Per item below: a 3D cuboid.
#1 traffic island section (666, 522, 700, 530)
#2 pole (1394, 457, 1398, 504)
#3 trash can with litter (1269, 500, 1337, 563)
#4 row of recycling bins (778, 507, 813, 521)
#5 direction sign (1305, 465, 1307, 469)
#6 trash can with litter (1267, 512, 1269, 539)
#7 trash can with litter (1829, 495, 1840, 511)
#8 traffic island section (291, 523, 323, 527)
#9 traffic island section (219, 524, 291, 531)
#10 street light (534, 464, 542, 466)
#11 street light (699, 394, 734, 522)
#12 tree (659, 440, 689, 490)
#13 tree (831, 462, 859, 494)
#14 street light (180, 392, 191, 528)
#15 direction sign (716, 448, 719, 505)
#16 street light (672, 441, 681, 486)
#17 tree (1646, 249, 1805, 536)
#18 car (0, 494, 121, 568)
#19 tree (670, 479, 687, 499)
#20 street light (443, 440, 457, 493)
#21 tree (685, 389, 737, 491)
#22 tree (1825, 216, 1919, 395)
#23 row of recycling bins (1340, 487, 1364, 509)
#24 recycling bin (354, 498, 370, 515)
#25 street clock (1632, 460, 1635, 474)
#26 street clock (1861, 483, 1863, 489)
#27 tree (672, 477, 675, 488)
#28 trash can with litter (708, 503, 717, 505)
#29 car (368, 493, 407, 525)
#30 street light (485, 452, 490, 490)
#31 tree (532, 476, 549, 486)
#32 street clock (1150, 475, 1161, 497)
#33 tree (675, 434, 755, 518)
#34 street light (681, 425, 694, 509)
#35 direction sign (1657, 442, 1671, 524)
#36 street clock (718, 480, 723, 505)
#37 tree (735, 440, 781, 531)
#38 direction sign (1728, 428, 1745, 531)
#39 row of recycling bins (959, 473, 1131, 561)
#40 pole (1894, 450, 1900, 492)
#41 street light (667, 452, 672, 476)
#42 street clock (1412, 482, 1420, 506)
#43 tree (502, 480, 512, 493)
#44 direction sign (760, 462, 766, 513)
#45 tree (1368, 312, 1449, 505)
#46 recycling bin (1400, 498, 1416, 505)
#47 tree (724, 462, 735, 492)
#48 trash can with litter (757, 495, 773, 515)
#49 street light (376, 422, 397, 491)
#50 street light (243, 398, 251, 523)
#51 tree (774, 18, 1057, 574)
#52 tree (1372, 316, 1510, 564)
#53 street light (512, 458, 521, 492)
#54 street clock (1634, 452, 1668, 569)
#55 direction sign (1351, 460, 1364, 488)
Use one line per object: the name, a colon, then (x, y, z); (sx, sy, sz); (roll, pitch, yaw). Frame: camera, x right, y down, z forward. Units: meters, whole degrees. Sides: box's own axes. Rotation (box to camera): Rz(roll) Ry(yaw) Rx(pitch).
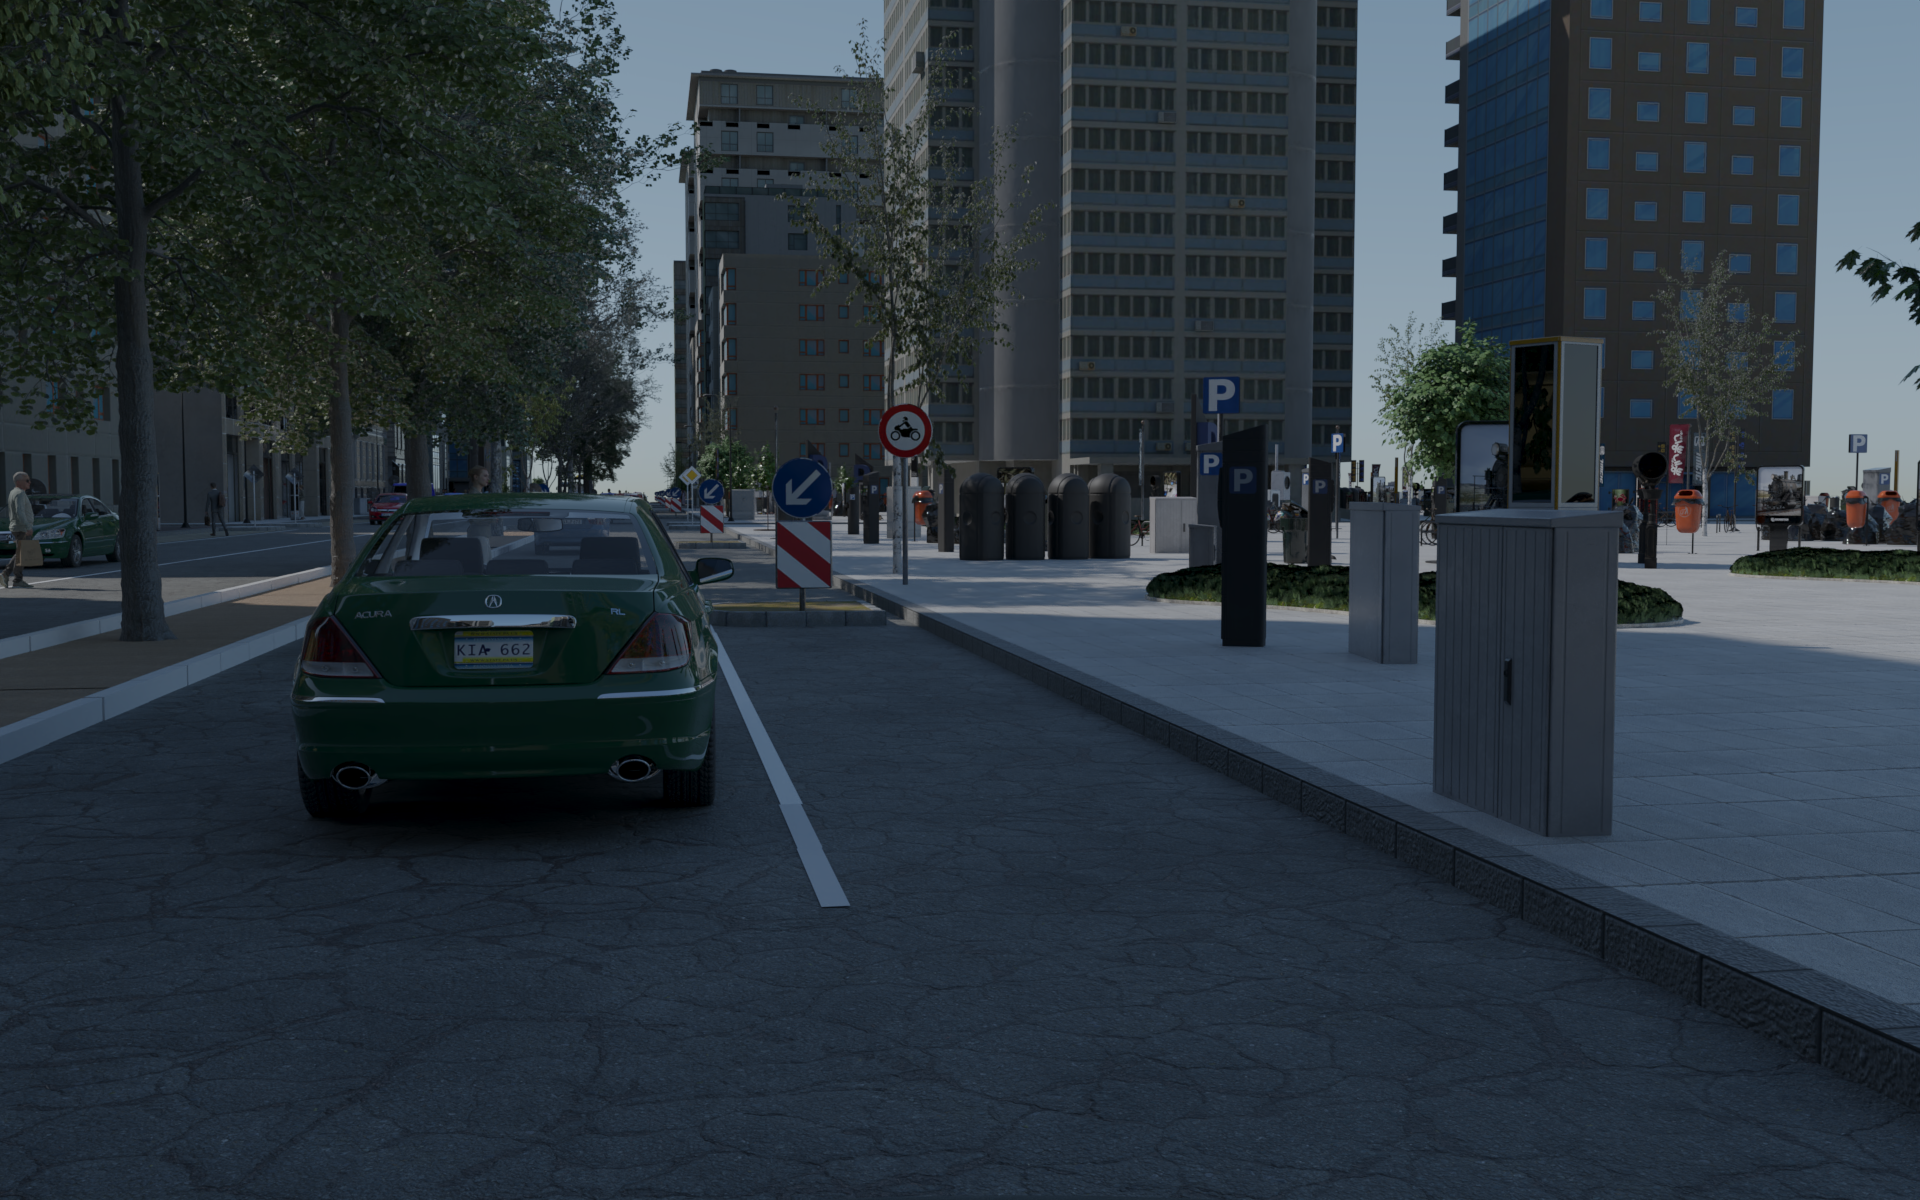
traffic island section: (-10.916, -2.977, 70.953); (2.009, 0.180, 2.903); (-1, 4, -10)
pole: (24.220, -6.257, 96.150); (0.158, 3.312, 0.155); (0, 3, 0)
trash can with litter: (6.413, -1.269, 32.129); (1.055, 1.170, 0.624); (-1, 4, -21)
row of recycling bins: (-7.740, -4.476, 80.293); (1.069, 1.692, 3.534); (1, 4, 14)
direction sign: (26.213, -8.624, 132.999); (0.876, 3.537, 0.379); (2, 4, 31)
trash can with litter: (5.446, -1.346, 33.389); (1.055, 1.170, 0.624); (1, 4, 10)
trash can with litter: (52.163, -5.591, 102.466); (2.233, 1.210, 1.678); (2, 4, 34)
traffic island section: (-29.111, -3.272, 75.785); (2.009, 0.180, 2.903); (-1, 4, -10)
traffic island section: (-27.685, -2.792, 67.927); (2.009, 0.180, 2.903); (-1, 4, -10)
street light: (-65.601, -18.135, 269.042); (1.470, 5.913, 1.316); (-1, 4, -10)
street light: (-11.241, -6.616, 80.720); (1.470, 5.913, 1.316); (-1, 4, -10)
tree: (-38.649, -17.414, 235.080); (4.737, 8.622, 4.395); (0, 3, 0)
tree: (-6.970, -6.701, 104.163); (1.663, 3.219, 1.824); (0, 3, 0)
street light: (-28.872, -5.697, 65.685); (1.470, 5.913, 1.316); (-1, 4, -10)
direction sign: (-11.959, -5.711, 85.376); (0.379, 3.537, 0.876); (-1, 4, -16)
street light: (-24.745, -11.160, 155.003); (1.470, 5.913, 1.316); (-1, 4, -10)
tree: (22.663, -6.220, 52.056); (4.360, 8.622, 3.978); (0, 3, 0)
car: (-18.391, -1.425, 35.098); (2.131, 1.459, 4.920); (-1, 4, -10)
tree: (-35.914, -13.885, 221.627); (1.663, 3.219, 1.824); (0, 3, 0)
street light: (-44.355, -10.947, 151.520); (1.470, 5.913, 1.316); (-1, 4, -10)
tree: (-17.134, -10.436, 120.983); (4.360, 8.622, 3.978); (0, 3, 0)
tree: (3.978, -0.674, 5.629); (1.663, 3.219, 1.824); (0, 3, 0)
row of recycling bins: (33.191, -8.545, 146.823); (1.069, 1.692, 3.534); (2, 4, 34)
recycling bin: (-37.145, -5.812, 107.577); (0.722, 1.027, 0.722); (3, 4, 39)
street clock: (12.638, -1.671, 31.895); (0.471, 2.002, 0.358); (-1, 4, -9)
street clock: (52.491, -5.859, 100.370); (0.471, 2.002, 0.358); (1, 4, 8)
tree: (-38.612, -15.788, 241.848); (4.285, 4.588, 4.351); (0, 3, 0)
trash can with litter: (-15.959, -6.088, 110.931); (0.624, 1.170, 1.055); (-1, 4, -23)
car: (-26.839, -4.459, 81.950); (2.155, 1.783, 4.494); (-1, 4, -12)
street light: (-50.993, -13.199, 188.341); (1.470, 5.913, 1.316); (-1, 4, -10)
tree: (-72.536, -19.208, 297.768); (4.285, 4.588, 4.351); (0, 3, 0)
street clock: (7.592, -3.839, 67.330); (0.358, 2.002, 0.471); (-1, 4, -23)
tree: (-13.479, -7.092, 99.660); (4.285, 4.588, 4.351); (0, 3, 0)
street light: (-17.875, -8.829, 116.890); (1.470, 5.913, 1.316); (-1, 4, -10)
direction sign: (30.581, -5.071, 74.907); (0.876, 3.537, 0.379); (1, 4, 9)
street clock: (-12.126, -5.033, 86.857); (0.471, 2.002, 0.358); (-3, 4, -37)
tree: (-6.626, -4.038, 60.623); (1.663, 3.219, 1.824); (0, 3, 0)
direction sign: (26.634, -4.128, 59.482); (0.876, 3.537, 0.379); (-2, 4, -32)
row of recycling bins: (1.718, -1.647, 34.049); (3.534, 1.692, 1.069); (-1, 4, -20)
pole: (43.400, -5.288, 80.296); (0.158, 3.312, 0.155); (0, 3, 0)
street light: (-31.312, -13.387, 191.413); (1.470, 5.913, 1.316); (-1, 4, -10)
street clock: (28.430, -6.326, 107.998); (0.471, 2.002, 0.358); (0, 4, -7)
tree: (-58.101, -13.822, 220.588); (1.663, 3.219, 1.824); (0, 3, 0)
direction sign: (-13.326, -7.672, 117.430); (0.876, 3.537, 0.379); (2, 4, 27)
tree: (18.628, -7.358, 70.666); (4.737, 8.622, 4.395); (0, 3, 0)
recycling bin: (25.696, -5.309, 99.353); (0.722, 1.027, 0.722); (2, 4, 34)
tree: (-11.390, -5.774, 89.002); (1.663, 3.219, 1.824); (0, 3, 0)
trash can with litter: (-11.904, -5.972, 108.697); (2.233, 1.210, 1.678); (1, 4, 17)
street light: (-37.054, -8.521, 111.857); (1.470, 5.913, 1.316); (-1, 4, -10)
street light: (-30.616, -6.301, 75.567); (1.470, 5.913, 1.316); (-1, 4, -10)
tree: (-0.775, -4.729, 27.681); (4.360, 8.622, 3.978); (0, 3, 0)
tree: (9.336, -2.962, 32.141); (4.285, 4.588, 4.351); (0, 3, 0)
street light: (-58.994, -15.896, 232.438); (1.470, 5.913, 1.316); (-1, 4, -10)
street clock: (11.881, -1.539, 29.732); (0.471, 2.002, 0.358); (2, 4, 27)
direction sign: (26.370, -7.519, 114.940); (0.876, 3.537, 0.379); (2, 4, 26)
